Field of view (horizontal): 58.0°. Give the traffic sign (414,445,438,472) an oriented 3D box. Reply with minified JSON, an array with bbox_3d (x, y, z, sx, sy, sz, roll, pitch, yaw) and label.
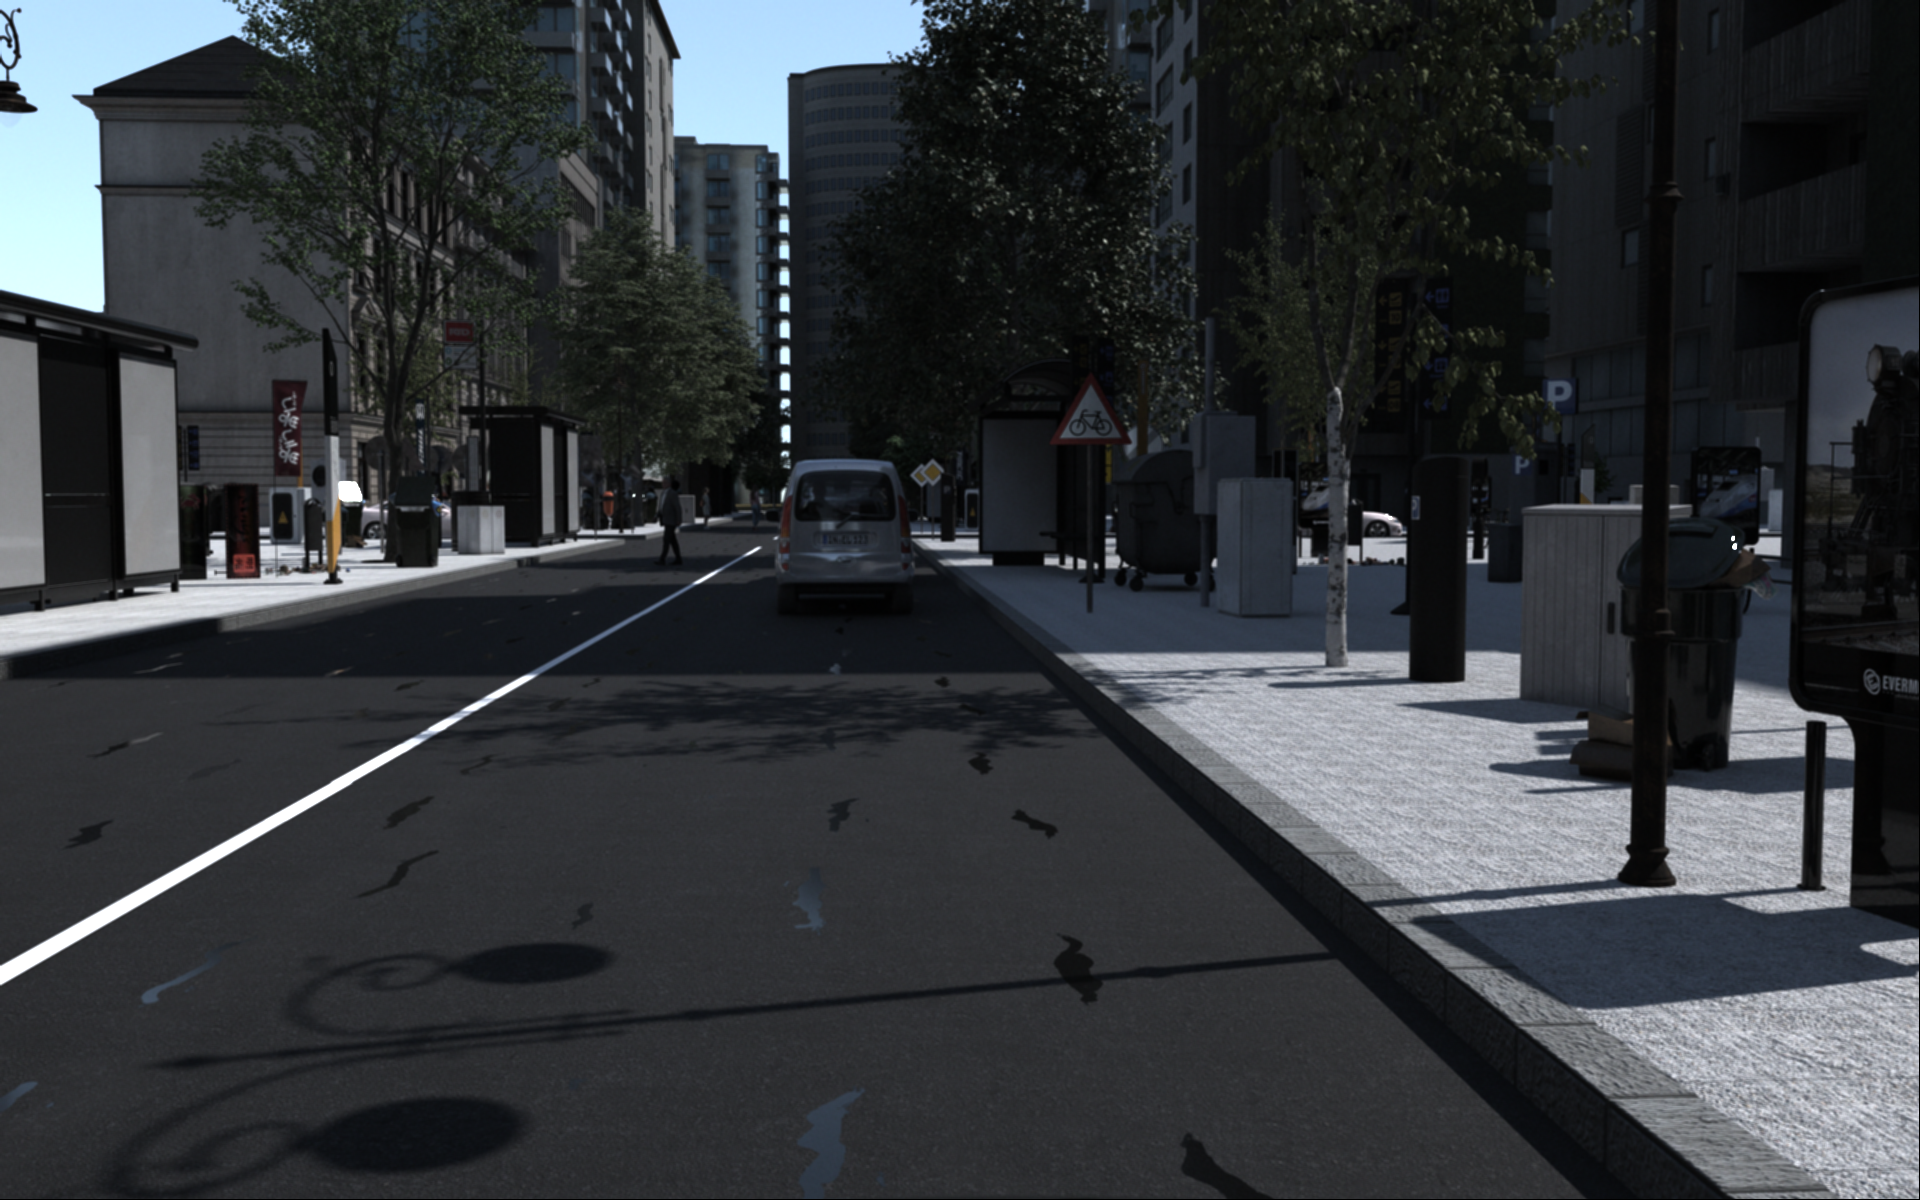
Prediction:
[{"bbox_3d":[-13.816,-2.722,44.607,0.768,2.556,0.104,0,4,5],"label":"traffic sign"}]

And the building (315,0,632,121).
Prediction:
[{"bbox_3d":[-39.433,-32.088,144.247,23.786,49.044,30.456,0,4,-3],"label":"building"}]

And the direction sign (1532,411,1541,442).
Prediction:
[{"bbox_3d":[15.783,-3.397,47.539,0.379,3.537,0.876,0,4,6],"label":"direction sign"}]

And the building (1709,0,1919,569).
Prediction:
[{"bbox_3d":[19.674,-15.578,26.404,14.160,30.474,14.107,0,4,-3],"label":"building"}]

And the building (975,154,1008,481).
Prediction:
[{"bbox_3d":[8.537,-30.980,190.113,14.154,41.232,14.086,0,4,-3],"label":"building"}]

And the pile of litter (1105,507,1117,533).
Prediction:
[{"bbox_3d":[5.378,-2.630,56.965,1.176,0.858,1.719,-1,4,-9],"label":"pile of litter"}]

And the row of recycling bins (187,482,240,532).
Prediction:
[{"bbox_3d":[-26.059,-3.178,59.068,3.534,1.692,1.069,0,4,4],"label":"row of recycling bins"}]

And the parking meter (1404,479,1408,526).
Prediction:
[{"bbox_3d":[17.826,-3.853,68.708,0.255,1.863,0.399,-1,4,-18],"label":"parking meter"}]

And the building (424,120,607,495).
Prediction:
[{"bbox_3d":[-32.070,-18.459,119.825,12.078,24.808,19.932,0,4,-3],"label":"building"}]

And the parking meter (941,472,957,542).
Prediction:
[{"bbox_3d":[-0.304,-2.507,46.705,0.399,1.863,0.255,1,4,14],"label":"parking meter"}]

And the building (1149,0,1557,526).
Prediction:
[{"bbox_3d":[16.248,-18.563,75.206,14.107,30.474,14.160,0,4,-3],"label":"building"}]

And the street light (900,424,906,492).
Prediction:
[{"bbox_3d":[-2.898,-7.113,89.084,0.468,5.910,1.993,0,4,-3],"label":"street light"}]

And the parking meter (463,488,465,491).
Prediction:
[{"bbox_3d":[-13.332,-2.375,47.250,0.372,1.533,0.369,0,3,0],"label":"parking meter"}]

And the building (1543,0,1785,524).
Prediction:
[{"bbox_3d":[44.572,-30.213,83.228,27.495,52.752,28.713,0,4,-3],"label":"building"}]

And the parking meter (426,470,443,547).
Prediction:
[{"bbox_3d":[-12.653,-2.195,41.604,0.399,1.863,0.255,-2,4,-29],"label":"parking meter"}]

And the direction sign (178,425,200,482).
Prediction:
[{"bbox_3d":[-25.558,-3.987,57.181,0.876,3.537,0.379,-1,4,-9],"label":"direction sign"}]

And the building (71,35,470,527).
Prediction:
[{"bbox_3d":[-28.727,-12.895,75.453,10.561,19.102,19.286,0,4,-3],"label":"building"}]

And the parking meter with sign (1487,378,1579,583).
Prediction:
[{"bbox_3d":[8.445,-1.795,25.603,1.738,3.016,0.543,-3,5,-43],"label":"parking meter with sign"}]

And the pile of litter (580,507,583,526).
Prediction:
[{"bbox_3d":[-15.454,-3.427,69.989,1.176,0.858,1.719,2,4,25],"label":"pile of litter"}]

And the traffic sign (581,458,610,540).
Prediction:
[{"bbox_3d":[-10.090,-2.709,47.932,0.795,2.450,0.064,0,4,-3],"label":"traffic sign"}]

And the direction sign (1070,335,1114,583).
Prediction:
[{"bbox_3d":[1.908,-2.018,24.987,0.876,3.537,0.379,-3,5,-42],"label":"direction sign"}]

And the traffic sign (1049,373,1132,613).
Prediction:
[{"bbox_3d":[1.404,-1.142,18.676,0.884,2.594,0.081,0,4,1],"label":"traffic sign"}]

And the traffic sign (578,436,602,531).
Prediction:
[{"bbox_3d":[-13.612,-4.072,60.458,2.265,3.308,0.079,0,4,5],"label":"traffic sign"}]

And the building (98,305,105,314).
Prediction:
[{"bbox_3d":[-72.815,-20.419,178.894,28.899,21.520,27.650,0,4,-3],"label":"building"}]

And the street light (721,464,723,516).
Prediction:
[{"bbox_3d":[-13.618,-7.718,98.970,0.468,5.910,1.993,0,4,-3],"label":"street light"}]

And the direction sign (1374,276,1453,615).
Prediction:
[{"bbox_3d":[4.794,-1.615,18.398,0.876,3.537,0.379,3,5,43],"label":"direction sign"}]

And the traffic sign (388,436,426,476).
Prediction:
[{"bbox_3d":[-12.490,-2.389,39.065,0.884,2.594,0.081,0,4,1],"label":"traffic sign"}]

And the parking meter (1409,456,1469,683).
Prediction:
[{"bbox_3d":[3.293,-0.214,11.915,0.372,1.533,0.369,0,3,0],"label":"parking meter"}]

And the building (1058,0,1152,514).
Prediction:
[{"bbox_3d":[18.617,-30.422,117.003,23.786,49.044,30.456,0,4,-3],"label":"building"}]

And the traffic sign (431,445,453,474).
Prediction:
[{"bbox_3d":[-13.552,-2.744,44.963,0.768,2.556,0.104,0,4,-1],"label":"traffic sign"}]

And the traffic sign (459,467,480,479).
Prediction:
[{"bbox_3d":[-13.669,-2.823,48.293,0.606,2.300,0.079,0,4,6],"label":"traffic sign"}]

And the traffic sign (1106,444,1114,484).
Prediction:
[{"bbox_3d":[2.783,-3.080,44.238,2.265,3.308,0.079,0,4,-2],"label":"traffic sign"}]

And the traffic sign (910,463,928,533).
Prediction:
[{"bbox_3d":[-1.248,-3.230,56.448,0.795,2.450,0.064,0,4,-3],"label":"traffic sign"}]

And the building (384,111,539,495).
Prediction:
[{"bbox_3d":[-32.617,-15.663,97.887,13.314,21.916,24.055,0,4,-3],"label":"building"}]

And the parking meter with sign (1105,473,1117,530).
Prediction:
[{"bbox_3d":[5.967,-4.016,61.920,1.738,3.016,0.543,-1,4,-16],"label":"parking meter with sign"}]

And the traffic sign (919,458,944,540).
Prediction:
[{"bbox_3d":[-0.762,-2.742,48.478,0.795,2.450,0.064,0,4,-3],"label":"traffic sign"}]

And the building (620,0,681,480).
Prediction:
[{"bbox_3d":[-43.919,-36.084,179.218,27.495,52.752,28.713,0,4,-3],"label":"building"}]

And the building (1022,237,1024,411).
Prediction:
[{"bbox_3d":[14.700,-52.226,166.563,22.319,86.520,31.000,0,4,-3],"label":"building"}]

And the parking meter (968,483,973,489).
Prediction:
[{"bbox_3d":[0.562,-5.380,93.666,0.255,1.863,0.399,-1,4,-13],"label":"parking meter"}]

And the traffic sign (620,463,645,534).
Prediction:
[{"bbox_3d":[-10.576,-3.196,55.902,0.795,2.450,0.064,0,4,-3],"label":"traffic sign"}]

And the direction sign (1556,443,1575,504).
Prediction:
[{"bbox_3d":[27.113,-5.235,77.587,0.876,3.537,0.379,-1,4,-11],"label":"direction sign"}]

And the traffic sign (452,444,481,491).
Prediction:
[{"bbox_3d":[-12.608,-2.701,44.274,0.768,2.556,0.104,0,4,6],"label":"traffic sign"}]

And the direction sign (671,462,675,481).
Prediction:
[{"bbox_3d":[-17.675,-7.037,107.050,0.379,3.537,0.876,-2,4,-32],"label":"direction sign"}]

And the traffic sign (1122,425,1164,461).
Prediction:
[{"bbox_3d":[3.343,-1.935,31.744,0.768,2.556,0.104,0,4,4],"label":"traffic sign"}]

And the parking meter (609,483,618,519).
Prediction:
[{"bbox_3d":[-18.041,-5.169,90.232,0.255,1.863,0.399,3,4,38],"label":"parking meter"}]

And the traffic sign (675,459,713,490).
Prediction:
[{"bbox_3d":[-15.608,-6.599,101.769,2.265,3.308,0.079,0,4,-3],"label":"traffic sign"}]

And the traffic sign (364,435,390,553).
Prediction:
[{"bbox_3d":[-12.562,-2.293,37.602,0.768,2.556,0.104,0,4,4],"label":"traffic sign"}]

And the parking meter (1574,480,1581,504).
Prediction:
[{"bbox_3d":[25.396,-4.002,71.145,0.255,1.863,0.399,1,4,10],"label":"parking meter"}]
